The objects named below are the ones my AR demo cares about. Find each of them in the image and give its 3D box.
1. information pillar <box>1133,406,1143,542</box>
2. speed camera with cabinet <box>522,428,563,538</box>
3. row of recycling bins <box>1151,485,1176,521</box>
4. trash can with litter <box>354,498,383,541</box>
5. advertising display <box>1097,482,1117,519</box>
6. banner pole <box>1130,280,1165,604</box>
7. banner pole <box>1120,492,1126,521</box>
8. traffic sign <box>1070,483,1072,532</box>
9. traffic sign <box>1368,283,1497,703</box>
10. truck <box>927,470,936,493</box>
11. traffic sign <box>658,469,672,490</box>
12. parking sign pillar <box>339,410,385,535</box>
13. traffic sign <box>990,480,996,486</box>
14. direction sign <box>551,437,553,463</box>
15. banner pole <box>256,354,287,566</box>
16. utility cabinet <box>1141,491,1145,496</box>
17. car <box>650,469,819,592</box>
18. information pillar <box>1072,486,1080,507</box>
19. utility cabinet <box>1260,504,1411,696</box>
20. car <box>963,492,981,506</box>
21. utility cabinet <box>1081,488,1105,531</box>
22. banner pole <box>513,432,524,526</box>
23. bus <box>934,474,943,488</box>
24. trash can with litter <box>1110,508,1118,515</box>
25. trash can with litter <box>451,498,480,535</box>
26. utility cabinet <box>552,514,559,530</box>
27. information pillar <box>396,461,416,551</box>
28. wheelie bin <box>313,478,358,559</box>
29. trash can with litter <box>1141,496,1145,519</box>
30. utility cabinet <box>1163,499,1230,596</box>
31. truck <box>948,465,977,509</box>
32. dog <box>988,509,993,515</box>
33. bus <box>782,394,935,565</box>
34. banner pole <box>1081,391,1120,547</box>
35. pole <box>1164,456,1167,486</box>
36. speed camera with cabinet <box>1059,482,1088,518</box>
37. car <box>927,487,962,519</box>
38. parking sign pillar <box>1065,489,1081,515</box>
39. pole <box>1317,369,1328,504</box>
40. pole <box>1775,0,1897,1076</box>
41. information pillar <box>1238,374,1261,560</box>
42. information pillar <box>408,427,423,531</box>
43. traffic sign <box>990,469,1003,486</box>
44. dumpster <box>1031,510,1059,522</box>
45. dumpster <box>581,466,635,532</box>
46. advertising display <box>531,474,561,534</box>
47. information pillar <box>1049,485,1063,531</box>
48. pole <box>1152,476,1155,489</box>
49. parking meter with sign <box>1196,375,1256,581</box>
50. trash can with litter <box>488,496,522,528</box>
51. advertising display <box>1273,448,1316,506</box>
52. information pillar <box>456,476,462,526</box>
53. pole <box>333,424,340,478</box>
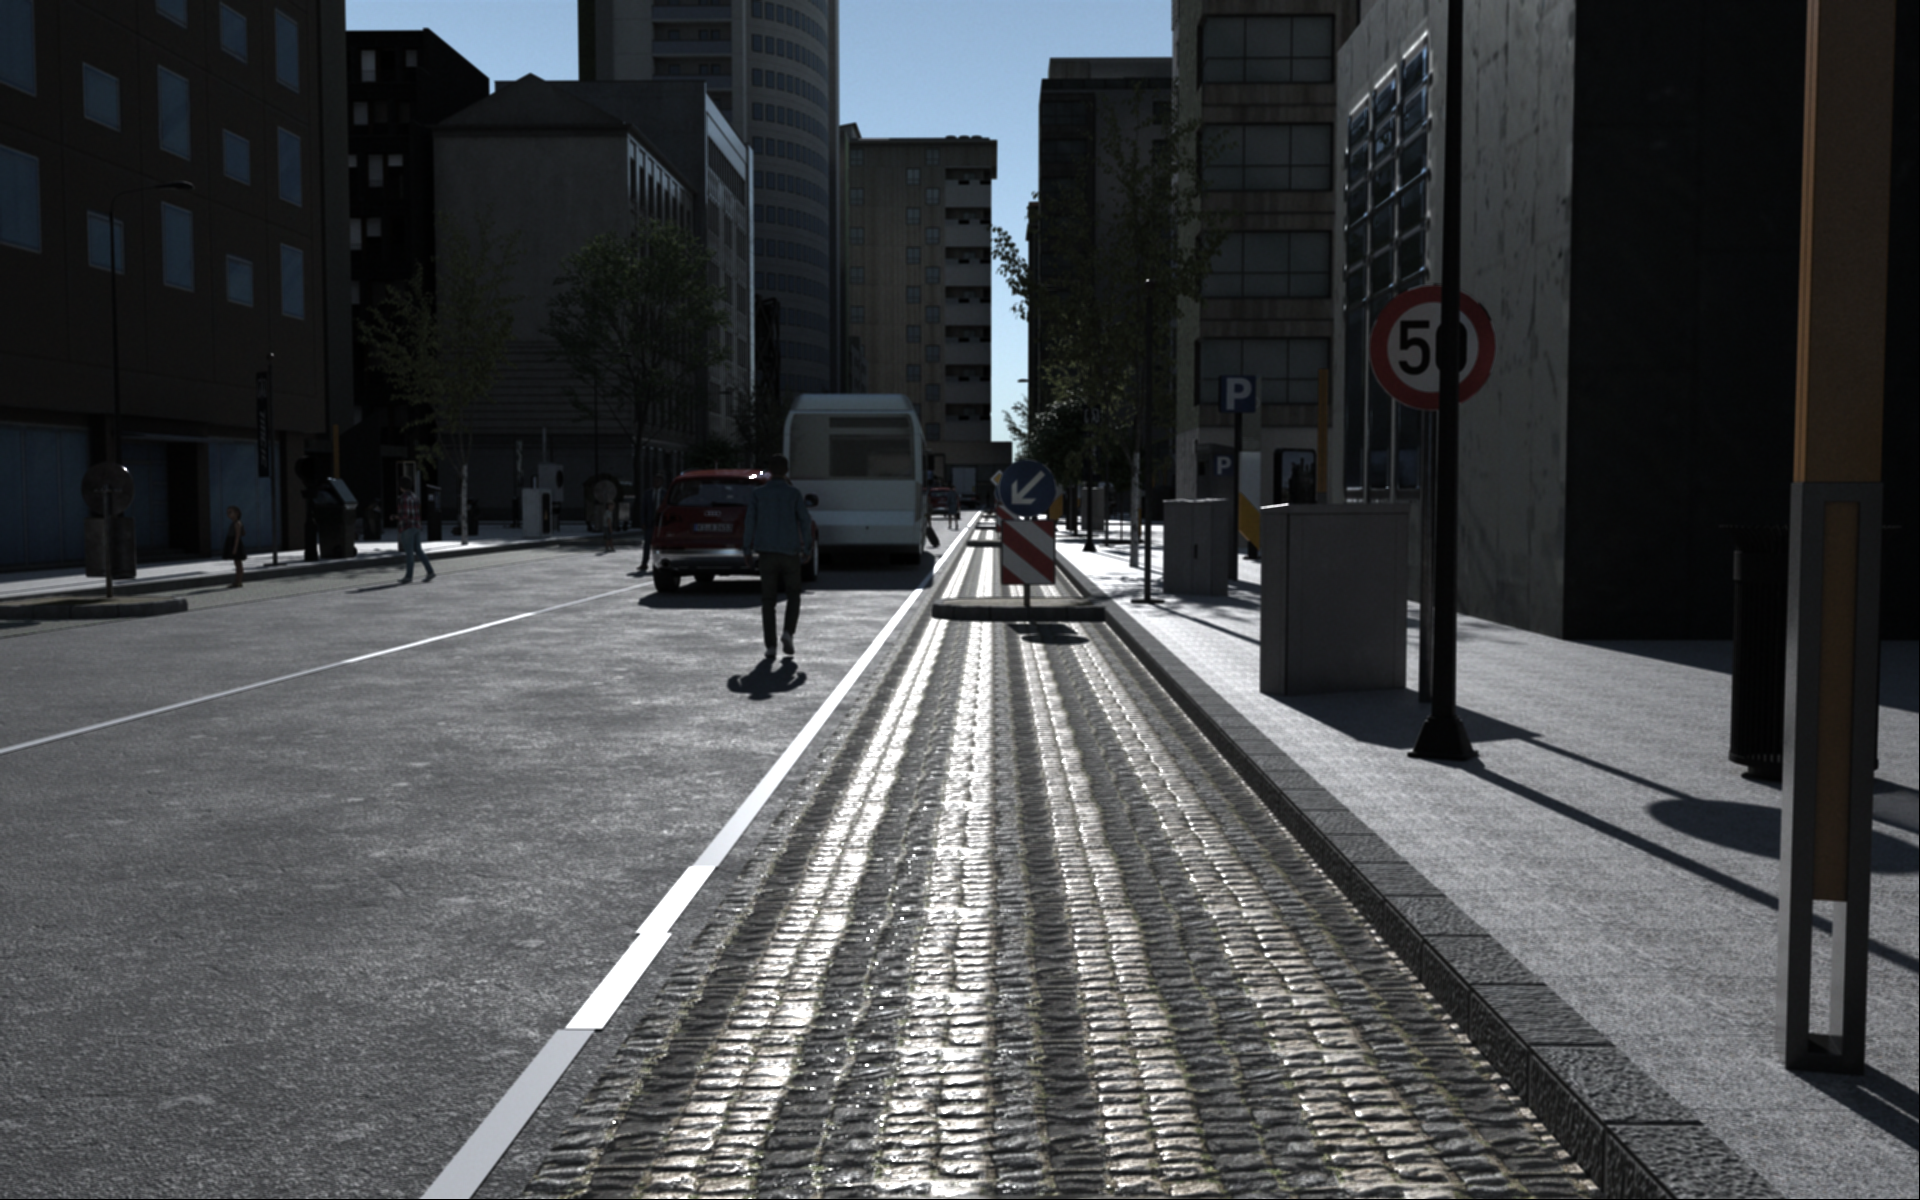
[{"bbox_3d":[4.767,-3.376,46.545,0.183,3.616,0.504,-1,4,-14],"label":"information pillar"},{"bbox_3d":[-12.257,-3.461,50.919,0.660,3.252,2.038,0,4,6],"label":"speed camera with cabinet"},{"bbox_3d":[9.827,-4.679,83.618,1.069,1.692,3.534,1,4,15],"label":"row of recycling bins"},{"bbox_3d":[-16.522,-2.234,47.908,1.055,1.170,0.624,-1,4,-8],"label":"trash can with litter"},{"bbox_3d":[7.442,-5.046,87.709,0.974,1.923,0.123,0,4,7],"label":"advertising display"},{"bbox_3d":[2.230,-1.869,20.581,0.401,3.779,0.863,0,4,4],"label":"banner pole"},{"bbox_3d":[7.706,-5.699,83.194,0.401,3.779,0.863,-1,4,-20],"label":"banner pole"},{"bbox_3d":[3.777,-3.598,58.927,0.768,2.556,0.104,1,4,10],"label":"traffic sign"},{"bbox_3d":[2.868,-0.642,10.595,0.768,2.556,0.104,0,4,4],"label":"traffic sign"},{"bbox_3d":[-3.712,-11.577,179.036,2.967,4.110,18.799,0,4,1],"label":"truck"},{"bbox_3d":[-12.004,-4.182,70.499,0.606,2.300,0.079,0,4,2],"label":"traffic sign"},{"bbox_3d":[-19.179,-4.090,55.345,1.447,3.967,1.447,-1,4,-13],"label":"parking sign pillar"},{"bbox_3d":[1.757,-4.568,78.322,0.795,2.450,0.064,0,4,1],"label":"traffic sign"},{"bbox_3d":[-16.143,-4.681,68.531,0.379,3.537,0.876,-1,4,-11],"label":"direction sign"},{"bbox_3d":[-12.458,-2.516,31.154,0.401,3.779,0.863,-3,5,-44],"label":"banner pole"},{"bbox_3d":[11.711,-6.201,110.072,0.318,1.500,1.173,1,4,17],"label":"utility cabinet"},{"bbox_3d":[-3.402,-1.111,26.846,2.281,1.827,5.304,0,4,1],"label":"car"},{"bbox_3d":[7.062,-6.977,105.430,0.504,3.616,0.183,1,4,21],"label":"information pillar"},{"bbox_3d":[2.443,-0.009,11.312,1.020,1.237,0.306,-2,4,-28],"label":"utility cabinet"},{"bbox_3d":[1.450,-12.595,214.604,2.281,1.827,5.304,0,4,3],"label":"car"},{"bbox_3d":[4.568,-3.120,59.696,0.318,1.500,1.173,-2,4,-24],"label":"utility cabinet"},{"bbox_3d":[-17.941,-4.910,70.288,0.401,3.779,0.863,-3,5,-45],"label":"banner pole"},{"bbox_3d":[-3.636,-13.270,208.504,2.896,3.916,12.252,0,4,3],"label":"bus"},{"bbox_3d":[9.028,-5.731,104.752,1.678,1.210,2.233,1,4,11],"label":"trash can with litter"},{"bbox_3d":[-15.383,-2.589,53.713,1.055,1.170,0.624,2,4,32],"label":"trash can with litter"},{"bbox_3d":[-14.893,-3.237,61.609,1.173,1.500,0.318,0,4,-7],"label":"utility cabinet"},{"bbox_3d":[-12.415,-2.102,38.859,0.304,2.012,0.304,3,5,40],"label":"information pillar"},{"bbox_3d":[-12.522,-1.638,34.690,0.693,1.594,0.980,0,4,6],"label":"wheelie bin"},{"bbox_3d":[9.612,-4.842,90.556,0.624,1.170,1.055,1,4,21],"label":"trash can with litter"},{"bbox_3d":[3.012,-0.675,22.200,0.306,1.237,1.020,-2,4,-30],"label":"utility cabinet"},{"bbox_3d":[0.299,-11.215,172.283,2.839,4.237,11.283,0,4,-1],"label":"truck"},{"bbox_3d":[1.881,-5.404,107.648,0.540,0.507,0.406,2,4,27],"label":"dog"},{"bbox_3d":[-2.049,-2.661,38.368,2.948,3.499,13.247,0,4,-1],"label":"bus"},{"bbox_3d":[3.360,-3.190,42.180,0.863,3.779,0.401,1,4,20],"label":"banner pole"},{"bbox_3d":[11.011,-6.063,92.965,0.158,3.312,0.155,0,3,0],"label":"pole"},{"bbox_3d":[6.130,-6.123,94.442,2.038,3.252,0.660,-3,4,-37],"label":"speed camera with cabinet"},{"bbox_3d":[-1.016,-5.613,100.448,2.281,1.827,5.304,0,4,-1],"label":"car"},{"bbox_3d":[6.980,-7.250,107.002,1.447,3.967,1.447,-2,4,-24],"label":"parking sign pillar"},{"bbox_3d":[5.919,-2.107,28.300,0.158,3.312,0.155,0,3,0],"label":"pole"},{"bbox_3d":[1.938,-0.610,3.811,0.158,3.312,0.155,0,3,0],"label":"pole"},{"bbox_3d":[5.676,-2.600,33.865,0.504,3.616,0.183,-2,4,-29],"label":"information pillar"},{"bbox_3d":[-19.014,-4.221,60.374,0.183,3.616,0.504,2,4,28],"label":"information pillar"},{"bbox_3d":[1.603,-4.079,70.338,0.795,2.450,0.064,0,4,1],"label":"traffic sign"},{"bbox_3d":[3.905,-4.741,80.003,1.502,2.255,1.985,0,4,1],"label":"dumpster"},{"bbox_3d":[-12.066,-3.476,59.334,1.502,2.255,1.985,0,4,1],"label":"dumpster"},{"bbox_3d":[-14.056,-3.277,58.791,0.974,1.923,0.123,-2,4,-30],"label":"advertising display"},{"bbox_3d":[3.333,-4.217,60.297,0.504,3.616,0.183,0,4,-6],"label":"information pillar"},{"bbox_3d":[12.757,-7.369,114.325,0.158,3.312,0.155,0,3,0],"label":"pole"},{"bbox_3d":[3.908,-1.838,26.307,0.543,3.016,1.738,-1,4,-11],"label":"parking meter with sign"},{"bbox_3d":[-16.729,-3.320,65.338,1.678,1.210,2.233,-2,4,-32],"label":"trash can with litter"},{"bbox_3d":[4.756,-1.187,24.623,0.123,1.923,0.974,3,5,41],"label":"advertising display"},{"bbox_3d":[-20.301,-4.039,70.530,0.304,2.012,0.304,-2,4,-30],"label":"information pillar"},{"bbox_3d":[-18.249,-3.479,50.731,0.158,3.312,0.155,0,3,0],"label":"pole"}]
